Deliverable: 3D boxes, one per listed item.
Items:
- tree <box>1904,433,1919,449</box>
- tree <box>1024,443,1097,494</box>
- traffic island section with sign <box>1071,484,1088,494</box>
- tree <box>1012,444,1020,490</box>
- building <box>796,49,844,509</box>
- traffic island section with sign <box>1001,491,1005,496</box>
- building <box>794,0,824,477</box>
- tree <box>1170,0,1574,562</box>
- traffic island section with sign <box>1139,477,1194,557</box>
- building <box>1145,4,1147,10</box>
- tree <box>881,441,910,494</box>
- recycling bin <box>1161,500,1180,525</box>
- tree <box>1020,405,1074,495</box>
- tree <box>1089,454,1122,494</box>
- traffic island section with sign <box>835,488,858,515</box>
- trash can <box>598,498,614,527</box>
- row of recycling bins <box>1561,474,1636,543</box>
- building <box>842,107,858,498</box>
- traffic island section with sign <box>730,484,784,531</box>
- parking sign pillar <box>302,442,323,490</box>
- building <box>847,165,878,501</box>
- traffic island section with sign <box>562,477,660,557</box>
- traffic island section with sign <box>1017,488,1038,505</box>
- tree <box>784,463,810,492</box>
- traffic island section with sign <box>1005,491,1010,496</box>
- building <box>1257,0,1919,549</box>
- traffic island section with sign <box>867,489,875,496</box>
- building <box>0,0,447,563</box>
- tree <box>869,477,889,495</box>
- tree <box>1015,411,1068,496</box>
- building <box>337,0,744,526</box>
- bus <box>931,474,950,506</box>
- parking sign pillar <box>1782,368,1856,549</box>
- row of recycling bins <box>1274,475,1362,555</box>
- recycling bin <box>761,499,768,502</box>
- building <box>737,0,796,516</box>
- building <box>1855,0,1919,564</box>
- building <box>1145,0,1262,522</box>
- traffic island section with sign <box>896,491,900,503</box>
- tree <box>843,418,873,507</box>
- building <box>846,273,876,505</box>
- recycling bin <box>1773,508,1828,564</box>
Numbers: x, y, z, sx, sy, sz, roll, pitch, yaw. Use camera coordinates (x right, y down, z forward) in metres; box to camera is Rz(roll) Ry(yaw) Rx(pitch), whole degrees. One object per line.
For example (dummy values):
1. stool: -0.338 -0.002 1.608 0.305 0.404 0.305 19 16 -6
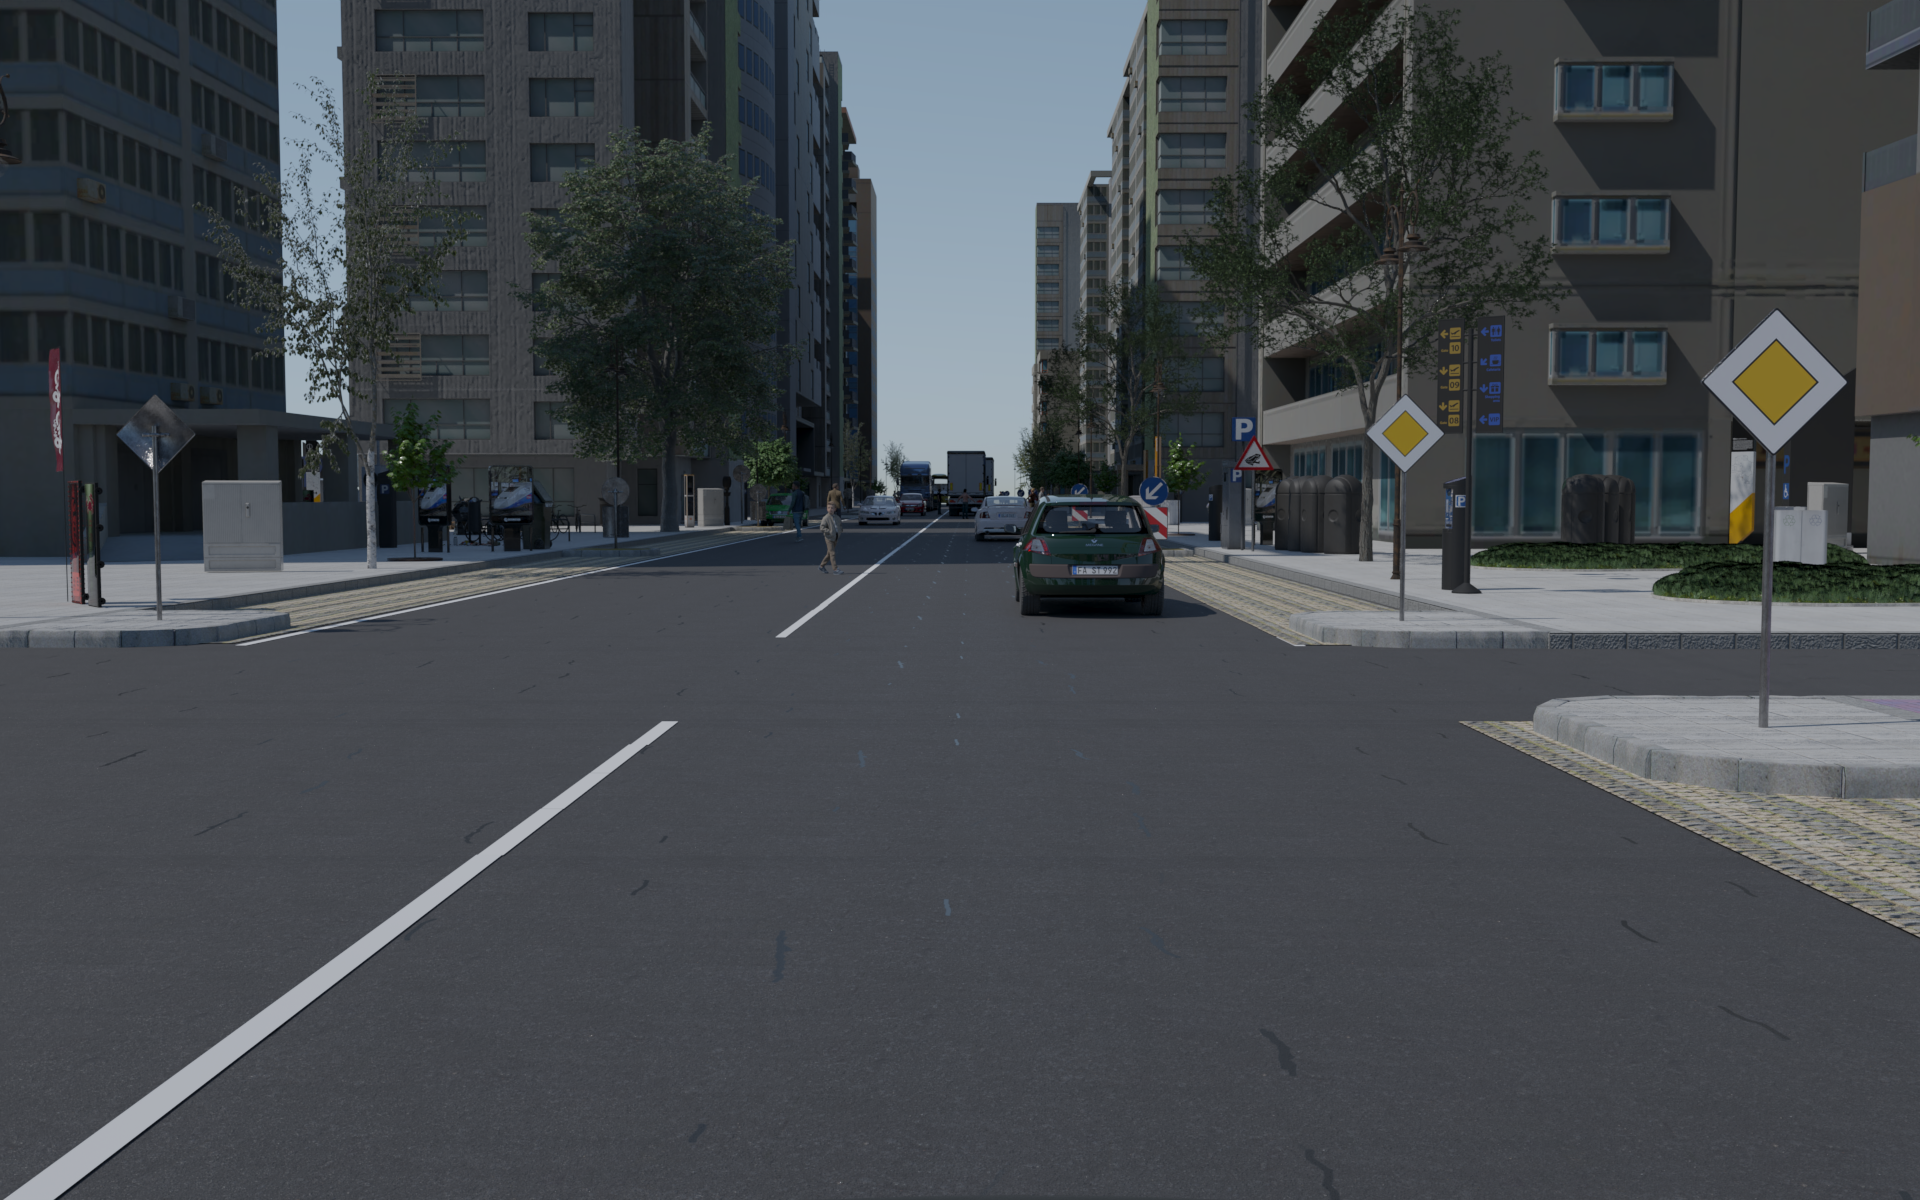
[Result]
1. tree: 14.841 -1.865 25.087 1.663 3.219 1.824 0 3 0
2. tree: 7.150 -7.813 111.456 4.285 4.588 4.351 0 3 0
3. traffic island section with sign: 4.479 -3.576 67.090 1.989 1.847 2.006 0 4 0
4. tree: 7.500 -14.144 181.623 4.737 8.622 4.395 0 3 0
5. building: -18.001 -28.856 155.394 14.154 41.232 14.086 0 4 0
6. traffic island section with sign: 5.488 -13.358 227.031 1.989 1.847 2.006 0 4 0
7. building: -25.162 -33.339 134.336 28.713 52.752 27.495 0 4 0
8. tree: 7.479 -5.994 32.416 8.767 10.594 7.601 3 5 42
9. traffic island section with sign: 4.305 -1.927 40.135 1.989 1.847 2.006 0 4 0
10. building: 25.475 -26.773 129.617 32.217 40.220 23.993 0 4 0
11. tree: -8.892 -18.321 249.905 4.737 8.622 4.395 0 3 0
12. recycling bin: 8.590 -3.604 71.484 0.722 1.027 0.722 3 5 43
13. tree: 7.282 -11.571 139.544 4.737 8.622 4.395 0 3 0
14. tree: 7.026 -5.494 84.422 1.663 3.219 1.824 0 3 0
15. traffic island section with sign: -7.530 -6.640 117.199 1.989 1.847 2.006 0 4 0
16. trash can: -13.786 -3.430 67.741 0.748 1.137 0.748 0 3 0
17. row of recycling bins: 13.585 -1.809 36.695 1.069 1.692 3.534 2 4 34
18. building: -22.904 -32.904 192.597 22.147 44.769 28.867 0 4 0
19. traffic island section with sign: -7.851 -3.598 67.461 1.989 1.847 2.006 0 4 0
20. parking sign pillar: -33.211 -6.159 89.179 1.447 3.967 1.447 0 4 2
21. building: -18.734 -36.039 239.352 14.600 45.320 14.200 0 4 0
22. traffic island section with sign: -8.017 -1.924 40.088 1.989 1.847 2.006 0 4 0
23. traffic island section with sign: 4.786 -6.630 117.025 1.989 1.847 2.006 0 4 0
24. tree: -9.893 -6.786 105.550 1.663 3.219 1.824 0 3 0
25. traffic island section with sign: 4.953 -8.312 144.528 1.989 1.847 2.006 0 4 0
26. building: 21.092 -26.031 49.310 21.300 48.544 21.600 0 4 0
27. traffic island section with sign: -7.356 -8.317 144.615 1.989 1.847 2.006 0 4 0
28. building: -30.272 -21.268 39.608 32.217 40.220 23.993 0 4 0
29. tree: -9.438 -12.154 193.317 1.663 3.219 1.824 0 3 0
30. tree: 7.153 -12.128 148.647 4.360 8.622 3.978 0 3 0
31. building: -17.325 -23.903 74.401 14.154 41.232 14.086 0 4 0
32. bus: -2.363 -13.449 211.435 2.896 3.916 12.252 0 4 2
33. parking sign pillar: 18.434 -2.980 37.194 1.447 3.967 1.447 0 4 7
34. row of recycling bins: 7.903 -1.909 38.332 1.069 1.692 3.534 -1 4 -12
35. recycling bin: -9.424 -4.475 85.717 0.722 1.027 0.722 1 4 10
36. building: -22.046 -34.485 105.836 21.231 58.520 28.212 0 4 0
37. building: 23.341 -22.829 23.369 14.200 45.320 14.600 0 4 0
38. building: 16.025 -24.552 85.015 14.154 41.232 14.086 0 4 0
39. traffic island section with sign: -7.007 -11.717 200.204 1.989 1.847 2.006 0 4 0
40. tree: -10.338 -13.286 167.593 4.360 8.622 3.978 0 3 0
41. building: -27.066 -32.294 219.890 32.217 40.220 23.993 0 4 0
42. recycling bin: 13.128 -0.890 27.104 0.722 1.027 0.722 1 4 20
